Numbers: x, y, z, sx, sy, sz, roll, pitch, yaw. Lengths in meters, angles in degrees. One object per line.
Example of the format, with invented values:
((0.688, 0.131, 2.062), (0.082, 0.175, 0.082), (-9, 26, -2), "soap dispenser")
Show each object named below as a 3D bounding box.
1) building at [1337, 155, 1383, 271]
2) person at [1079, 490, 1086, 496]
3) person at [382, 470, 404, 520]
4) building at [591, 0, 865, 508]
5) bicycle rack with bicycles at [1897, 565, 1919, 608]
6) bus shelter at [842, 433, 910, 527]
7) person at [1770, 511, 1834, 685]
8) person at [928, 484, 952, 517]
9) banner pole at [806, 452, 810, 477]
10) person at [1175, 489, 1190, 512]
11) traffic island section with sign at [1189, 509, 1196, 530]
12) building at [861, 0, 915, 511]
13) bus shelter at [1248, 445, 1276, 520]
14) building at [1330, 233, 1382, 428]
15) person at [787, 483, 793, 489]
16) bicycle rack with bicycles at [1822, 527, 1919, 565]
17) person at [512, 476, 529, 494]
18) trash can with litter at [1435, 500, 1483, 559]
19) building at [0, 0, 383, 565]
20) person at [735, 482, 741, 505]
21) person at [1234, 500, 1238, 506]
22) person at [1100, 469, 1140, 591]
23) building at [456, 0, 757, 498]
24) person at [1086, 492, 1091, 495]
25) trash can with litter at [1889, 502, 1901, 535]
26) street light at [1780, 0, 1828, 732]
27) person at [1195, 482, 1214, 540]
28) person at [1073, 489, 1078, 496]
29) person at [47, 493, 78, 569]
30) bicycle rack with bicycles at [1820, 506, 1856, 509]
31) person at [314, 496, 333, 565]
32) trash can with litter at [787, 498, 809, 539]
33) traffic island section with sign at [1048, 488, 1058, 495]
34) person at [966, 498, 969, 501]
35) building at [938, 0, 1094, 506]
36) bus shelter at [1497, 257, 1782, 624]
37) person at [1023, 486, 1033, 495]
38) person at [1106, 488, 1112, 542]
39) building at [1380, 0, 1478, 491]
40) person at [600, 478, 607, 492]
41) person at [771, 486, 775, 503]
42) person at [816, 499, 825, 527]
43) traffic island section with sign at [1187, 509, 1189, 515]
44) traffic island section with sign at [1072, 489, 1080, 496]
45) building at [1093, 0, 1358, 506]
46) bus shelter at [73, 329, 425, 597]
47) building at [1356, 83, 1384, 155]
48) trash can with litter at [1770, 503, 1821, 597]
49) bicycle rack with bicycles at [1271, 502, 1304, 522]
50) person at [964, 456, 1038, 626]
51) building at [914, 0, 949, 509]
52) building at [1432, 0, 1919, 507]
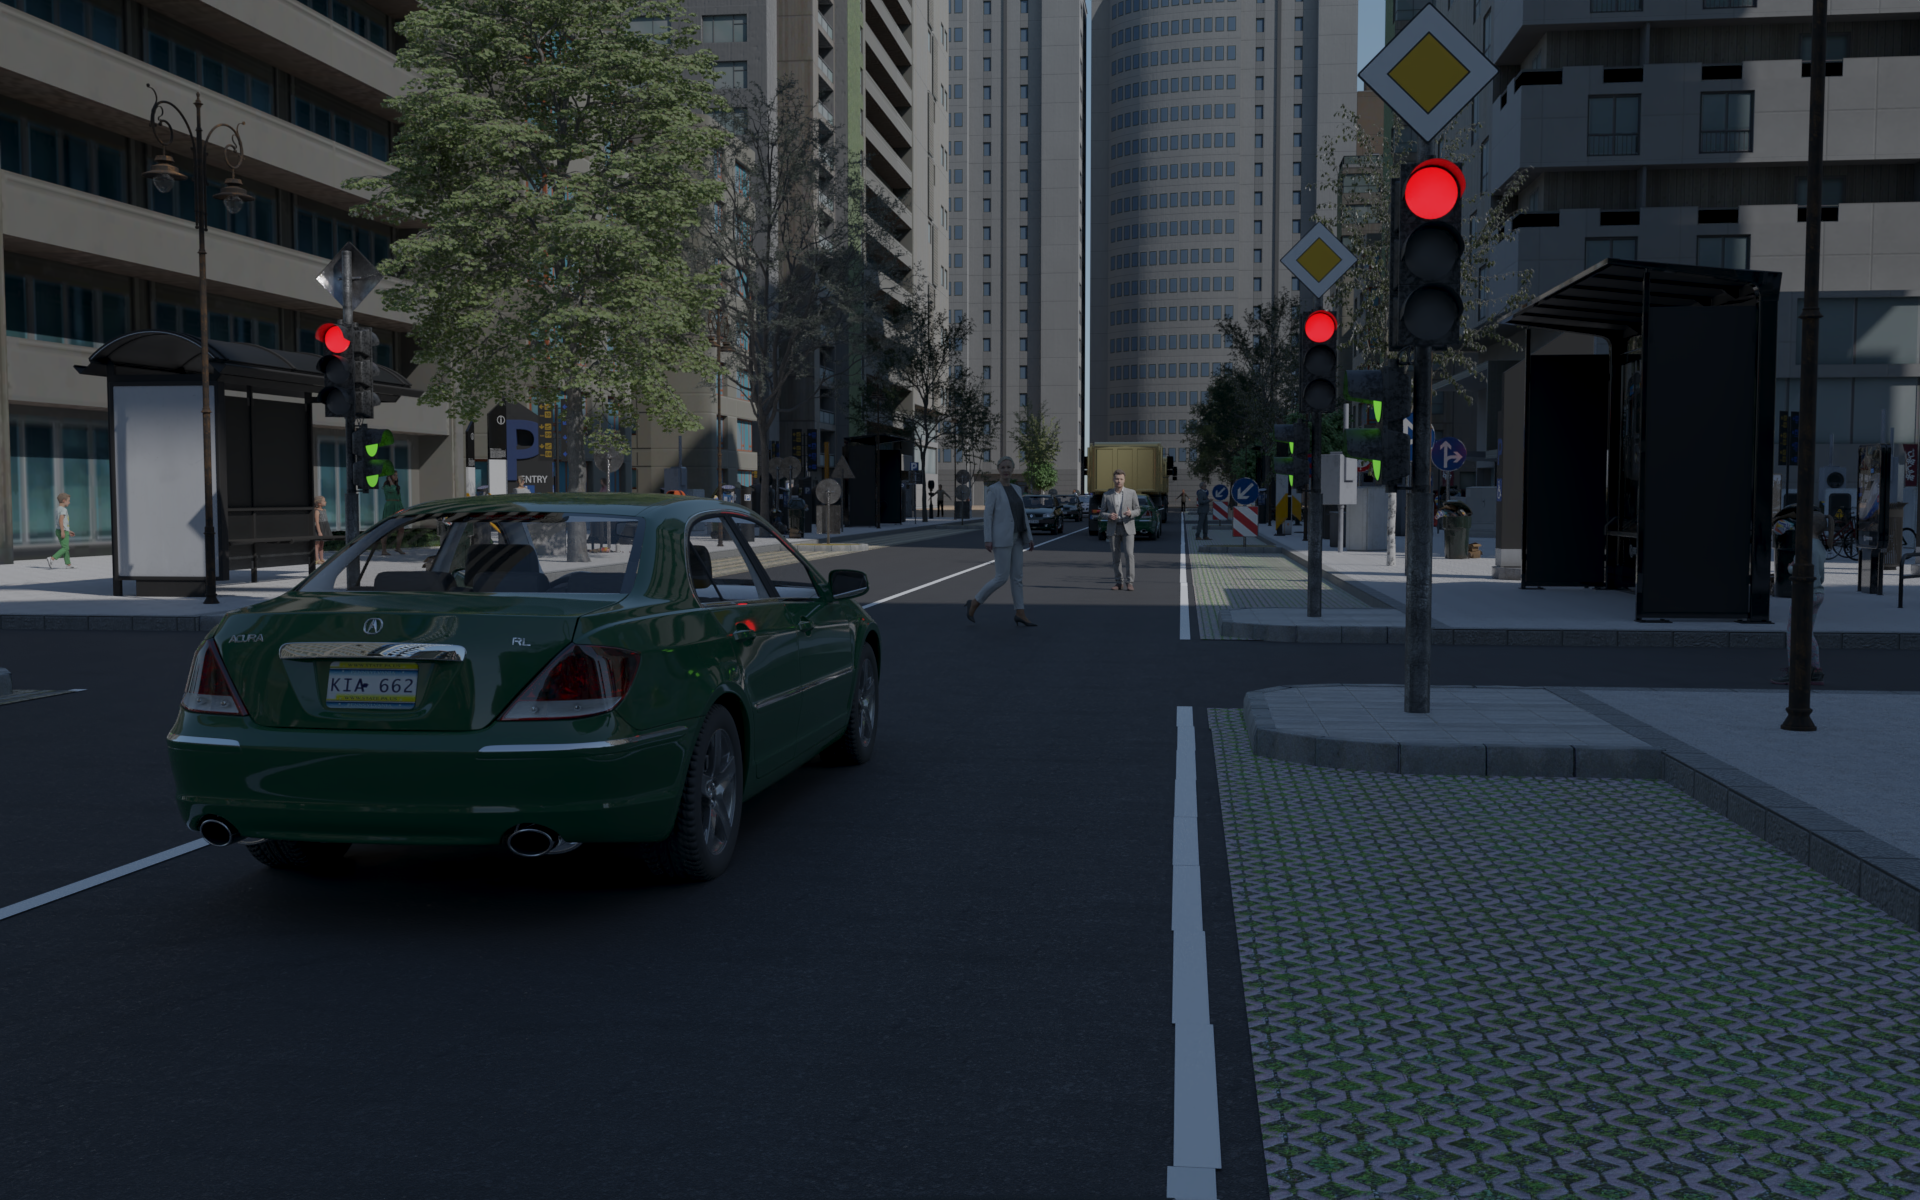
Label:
((39.433, -23.121, 149.726), (14.160, 30.474, 14.107), (0, 4, 7), "building")
((11.784, -9.622, 165.962), (1.348, 1.807, 0.705), (2, 4, 26), "person")
((-11.881, -1.834, 36.273), (0.529, 1.795, 0.600), (1, 4, 15), "person")
((-13.862, -25.636, 102.740), (14.154, 41.232, 14.086), (0, 4, 7), "building")
((12.031, -0.367, 19.383), (2.925, 0.926, 2.852), (-3, 5, -40), "bicycle rack with bicycles")
((-3.315, -4.787, 69.556), (1.731, 3.624, 6.357), (0, 4, 7), "bus shelter")
((6.329, -0.015, 13.018), (0.394, 1.301, 0.425), (2, 4, 33), "person")
((-1.097, -5.498, 95.940), (1.348, 1.823, 0.705), (1, 4, 15), "person")
((-7.872, -6.105, 89.827), (0.401, 3.779, 0.863), (-1, 4, -17), "banner pole")
((17.607, -7.829, 136.649), (1.348, 1.807, 0.705), (3, 4, 38), "person")
((10.386, -3.751, 69.950), (1.989, 1.847, 2.006), (0, 4, 7), "traffic island section with sign")
((-15.322, -30.395, 120.658), (21.300, 48.544, 21.600), (0, 4, 7), "building")
((15.283, -5.784, 85.854), (1.731, 3.624, 6.357), (0, 4, 7), "bus shelter")
((42.454, -17.282, 127.593), (27.650, 21.520, 28.899), (0, 4, 7), "building")
((-8.500, -4.923, 86.396), (0.638, 1.841, 0.748), (-1, 4, -22), "person")
((17.367, -1.266, 34.081), (2.925, 0.926, 2.852), (0, 4, 1), "bicycle rack with bicycles")
((-10.844, -2.211, 42.947), (0.760, 1.731, 0.466), (1, 4, 18), "person")
((9.941, -1.409, 34.428), (0.624, 1.170, 1.055), (3, 5, 42), "trash can with litter")
((-26.669, -25.531, 41.137), (21.300, 48.544, 21.600), (0, 4, 7), "building")
((-9.495, -4.115, 73.508), (0.537, 1.800, 0.526), (-3, 5, -44), "person")
((18.770, -6.824, 117.629), (0.705, 1.822, 1.348), (0, 4, -3), "person")
((2.373, -1.044, 25.763), (0.606, 1.804, 0.583), (1, 4, 9), "person")
((-25.896, -14.084, 75.321), (27.650, 21.520, 28.899), (0, 4, 7), "building")
((11.424, -8.797, 153.157), (1.217, 1.723, 0.721), (1, 4, 22), "person")
((29.307, -2.633, 54.442), (1.055, 1.170, 0.624), (-3, 5, -41), "trash can with litter")
((4.570, -2.231, 9.261), (0.468, 5.910, 1.993), (0, 4, 7), "street light")
((7.597, -2.750, 53.636), (0.590, 1.801, 0.661), (1, 4, 16), "person")
((9.518, -8.300, 144.184), (0.705, 1.826, 1.348), (-2, 4, -25), "person")
((-15.327, -1.176, 29.520), (0.306, 1.304, 0.590), (2, 4, 26), "person")
((25.165, -2.229, 49.821), (2.852, 0.926, 2.925), (1, 4, 18), "bicycle rack with bicycles")
((-11.599, -1.272, 31.514), (0.373, 1.253, 0.362), (1, 4, 14), "person")
((-4.698, -2.376, 50.239), (0.624, 1.170, 1.055), (0, 4, -5), "trash can with litter")
((6.545, -6.881, 121.135), (1.989, 1.847, 2.006), (0, 4, 7), "traffic island section with sign")
((0.590, -8.892, 152.233), (0.742, 1.727, 0.445), (0, 4, 7), "person")
((0.142, -40.099, 197.619), (28.212, 58.520, 21.231), (0, 4, 7), "building")
((7.675, -1.769, 20.211), (1.731, 3.624, 6.357), (0, 4, 7), "bus shelter")
((3.048, -4.357, 79.980), (0.529, 1.795, 0.600), (-2, 4, -32), "person")
((4.507, -2.544, 51.899), (0.330, 1.601, 0.589), (1, 4, 10), "person")
((32.999, -25.870, 106.572), (14.154, 41.232, 14.086), (0, 4, 7), "building")
((-11.867, -3.150, 57.553), (0.555, 1.821, 0.388), (2, 4, 28), "person")
((-9.197, -4.768, 84.104), (0.694, 1.812, 0.767), (0, 4, -1), "person")
((-5.144, -3.712, 66.699), (0.622, 1.834, 0.822), (-3, 5, -43), "person")
((16.752, -6.791, 119.668), (1.989, 1.847, 2.006), (0, 4, 7), "traffic island section with sign")
((9.976, -8.516, 147.872), (1.989, 1.847, 2.006), (0, 4, 7), "traffic island section with sign")
((28.786, -39.834, 193.290), (28.212, 58.520, 21.231), (0, 4, 7), "building")
((-9.570, -1.841, 24.024), (2.014, 3.302, 5.546), (0, 4, 7), "bus shelter")
((49.442, -32.902, 188.057), (14.200, 45.320, 14.600), (0, 4, 7), "building")
((10.327, -0.632, 21.713), (0.624, 1.170, 1.055), (0, 4, 4), "trash can with litter")
((15.436, -4.117, 80.698), (2.925, 0.926, 2.852), (0, 4, 5), "bicycle rack with bicycles")
((0.449, -0.640, 18.839), (0.818, 1.842, 0.514), (2, 4, 24), "person")
((-15.597, -34.263, 149.433), (27.495, 52.752, 28.713), (0, 4, 7), "building")
((36.249, -29.710, 74.994), (28.713, 52.752, 27.495), (0, 4, 7), "building")
